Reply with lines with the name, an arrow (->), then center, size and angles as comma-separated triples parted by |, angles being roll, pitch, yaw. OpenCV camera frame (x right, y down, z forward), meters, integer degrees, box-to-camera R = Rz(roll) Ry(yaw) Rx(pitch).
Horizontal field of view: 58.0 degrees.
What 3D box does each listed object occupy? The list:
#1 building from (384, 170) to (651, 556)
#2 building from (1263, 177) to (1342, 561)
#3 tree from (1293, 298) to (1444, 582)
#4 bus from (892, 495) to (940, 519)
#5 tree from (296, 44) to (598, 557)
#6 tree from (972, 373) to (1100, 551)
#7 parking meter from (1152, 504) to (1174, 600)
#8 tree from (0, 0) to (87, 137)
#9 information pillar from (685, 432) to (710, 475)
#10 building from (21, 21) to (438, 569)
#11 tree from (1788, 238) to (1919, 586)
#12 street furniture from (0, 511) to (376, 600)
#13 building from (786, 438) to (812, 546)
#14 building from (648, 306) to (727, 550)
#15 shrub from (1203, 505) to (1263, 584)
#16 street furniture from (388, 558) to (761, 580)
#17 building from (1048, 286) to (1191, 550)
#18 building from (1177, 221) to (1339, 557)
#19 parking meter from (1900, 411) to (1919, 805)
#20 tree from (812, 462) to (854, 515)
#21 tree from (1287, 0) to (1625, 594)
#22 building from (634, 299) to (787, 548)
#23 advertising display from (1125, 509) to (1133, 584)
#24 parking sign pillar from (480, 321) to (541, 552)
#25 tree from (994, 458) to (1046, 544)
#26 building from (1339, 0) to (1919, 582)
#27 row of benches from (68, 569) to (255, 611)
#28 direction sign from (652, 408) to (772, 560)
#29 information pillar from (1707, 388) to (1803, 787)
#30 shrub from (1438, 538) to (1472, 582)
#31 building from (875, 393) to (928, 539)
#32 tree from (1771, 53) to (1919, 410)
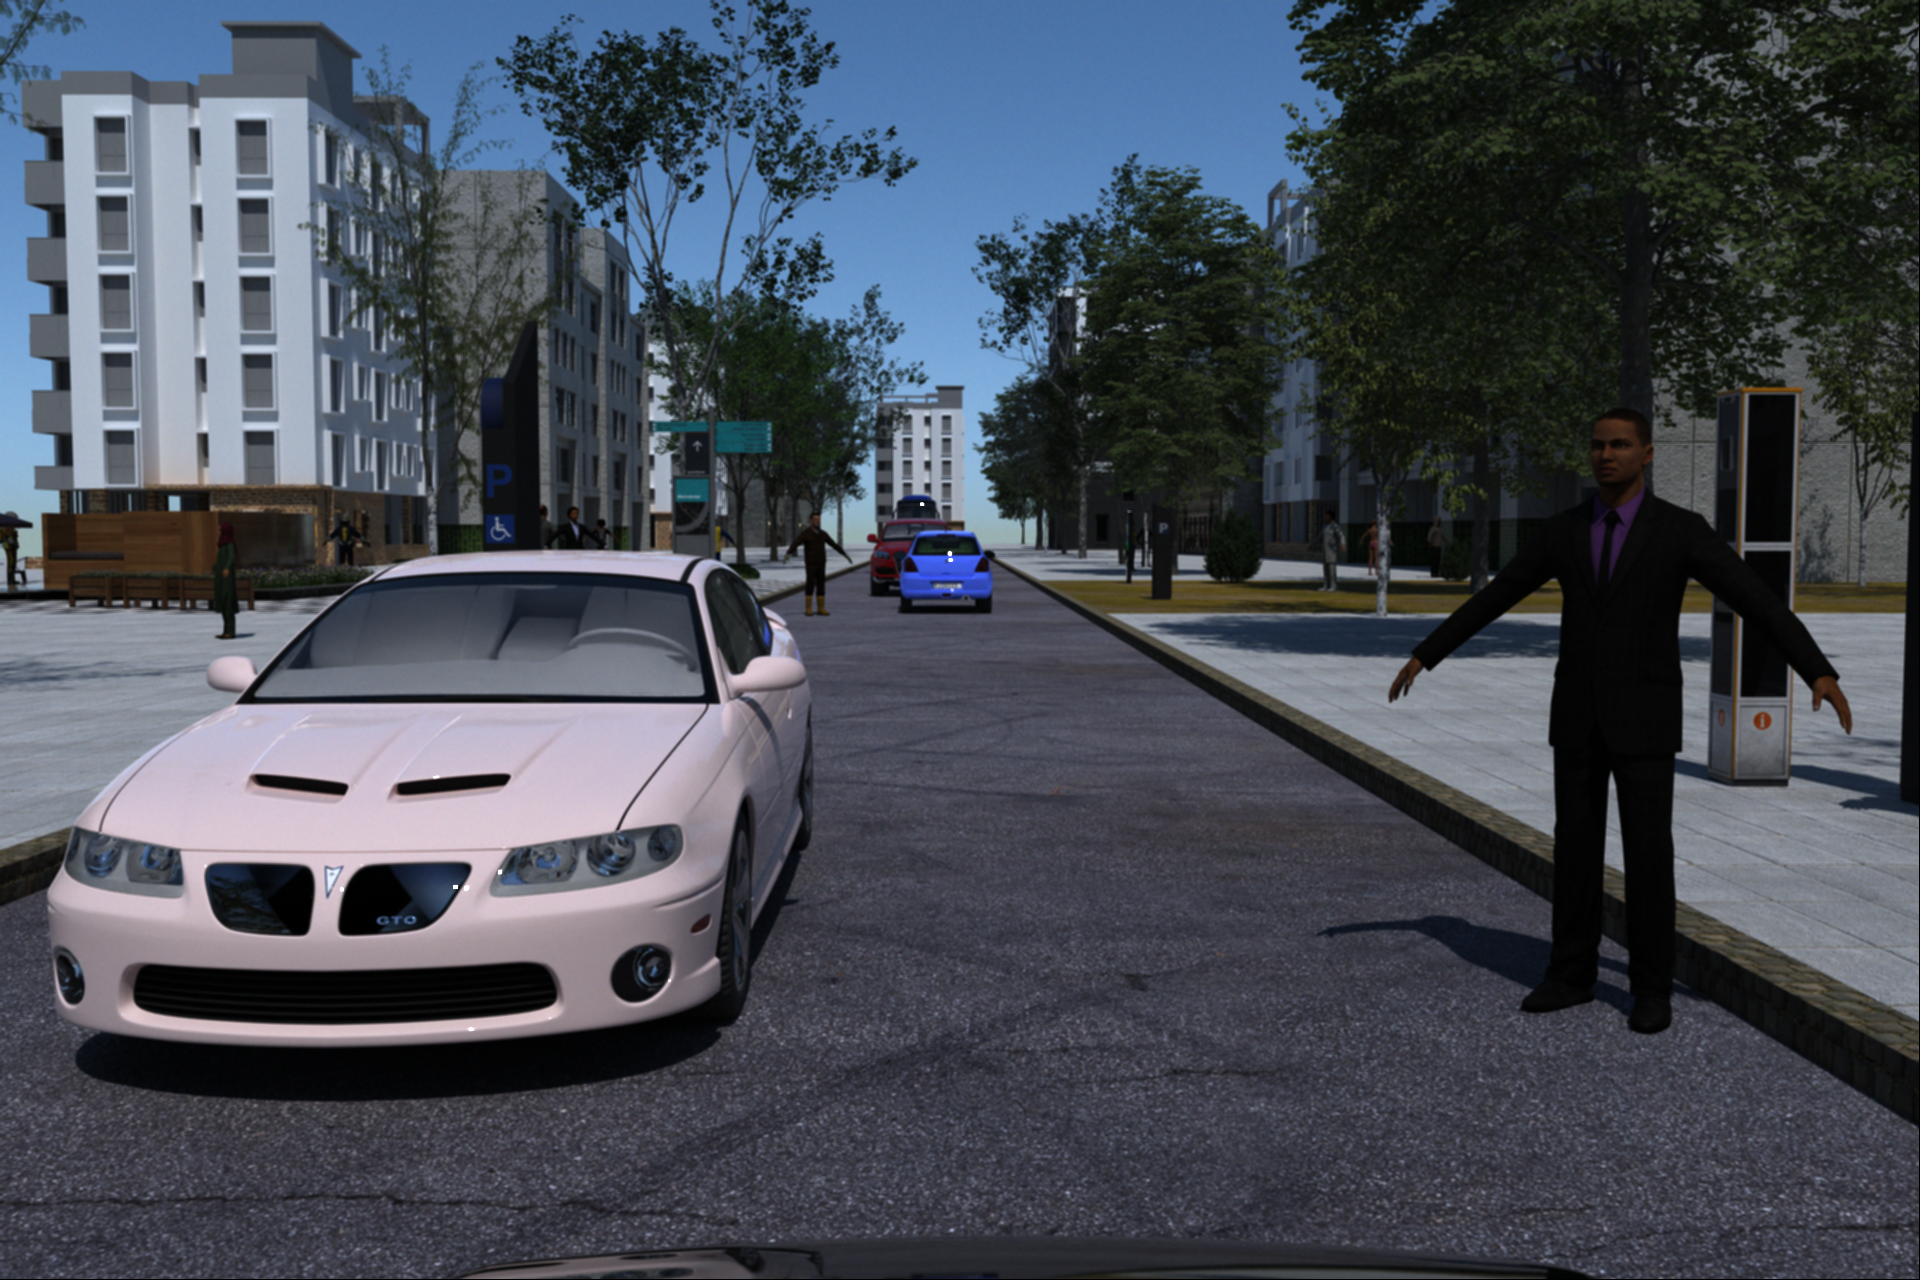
building -> -28.838, -14.291, 100.111 | 16.747, 18.905, 31.486 | 0, 4, -1
building -> 21.793, -14.509, 93.639 | 16.016, 20.090, 11.380 | 0, 3, 0
tree -> 11.146, -5.834, 45.744 | 4.737, 8.622, 4.395 | 0, 3, 0
bus -> -2.721, -7.393, 112.416 | 2.896, 3.916, 12.251 | 0, 4, 0
tree -> -8.516, -4.691, 27.058 | 4.360, 8.622, 3.978 | 0, 3, 0
tree -> 6.046, -13.875, 133.505 | 9.857, 13.997, 8.962 | 0, 3, 0
parking meter -> 3.970, -1.723, 33.877 | 0.399, 1.863, 0.255 | 0, 4, -2
tree -> -9.017, -3.775, 12.085 | 4.360, 8.622, 3.978 | 0, 3, 0
information pillar -> -6.492, -3.299, 43.311 | 0.750, 3.857, 0.750 | 0, 4, 0
building -> -28.612, -12.780, 65.369 | 16.016, 20.090, 11.380 | 0, 4, 0
tree -> 22.334, -5.621, 42.262 | 4.737, 8.622, 4.395 | 0, 3, 0
street furniture -> -15.325, -1.844, 36.997 | 9.812, 1.723, 11.010 | 0, 4, 2
building -> -26.655, -22.222, 194.261 | 19.493, 23.208, 18.063 | 0, 4, 0
building -> -26.062, -17.644, 144.907 | 16.016, 20.090, 11.380 | 0, 4, -1
shrub -> 7.085, -2.479, 44.958 | 1.690, 2.028, 1.600 | 0, 3, 0
street furniture -> -10.673, -1.962, 47.700 | 10.072, 0.657, 5.734 | 0, 4, 1
building -> 21.905, -19.281, 159.222 | 27.936, 21.610, 32.646 | 0, 4, 0
building -> 23.869, -16.863, 106.639 | 19.493, 23.208, 18.063 | 0, 4, -1
parking meter -> 4.731, -0.153, 8.205 | 0.399, 1.863, 0.255 | 0, 4, 0
tree -> -18.358, -18.986, 220.785 | 12.009, 13.543, 11.850 | 0, 3, 0
tree -> 10.674, -7.246, 36.601 | 7.486, 12.596, 7.792 | 0, 3, 0
building -> -27.116, -20.629, 168.216 | 19.493, 23.208, 18.063 | 0, 3, 0
advertising display -> 4.399, -2.441, 45.131 | 0.123, 1.923, 0.974 | 0, 3, 0
parking sign pillar -> -5.535, -2.013, 21.385 | 1.447, 3.967, 1.447 | 0, 4, -1
tree -> 7.919, -18.009, 220.202 | 9.928, 11.665, 9.643 | 0, 3, 0
building -> 25.479, -11.923, 61.400 | 16.747, 18.905, 31.486 | 0, 4, 0
row of benches -> -13.828, -0.876, 29.793 | 4.104, 0.672, 1.422 | 2, 4, 28
direction sign -> -5.249, -2.965, 37.240 | 2.525, 3.948, 1.411 | 0, 4, -1
information pillar -> 4.064, -0.268, 8.873 | 0.304, 2.012, 0.304 | 0, 3, 0
shrub -> 13.292, -2.159, 46.409 | 1.383, 1.207, 1.383 | 0, 3, 0
building -> -10.621, -22.386, 224.885 | 11.380, 20.090, 16.016 | 0, 4, 2
tree -> 21.235, -7.555, 33.890 | 12.009, 13.543, 11.850 | 0, 3, 0
